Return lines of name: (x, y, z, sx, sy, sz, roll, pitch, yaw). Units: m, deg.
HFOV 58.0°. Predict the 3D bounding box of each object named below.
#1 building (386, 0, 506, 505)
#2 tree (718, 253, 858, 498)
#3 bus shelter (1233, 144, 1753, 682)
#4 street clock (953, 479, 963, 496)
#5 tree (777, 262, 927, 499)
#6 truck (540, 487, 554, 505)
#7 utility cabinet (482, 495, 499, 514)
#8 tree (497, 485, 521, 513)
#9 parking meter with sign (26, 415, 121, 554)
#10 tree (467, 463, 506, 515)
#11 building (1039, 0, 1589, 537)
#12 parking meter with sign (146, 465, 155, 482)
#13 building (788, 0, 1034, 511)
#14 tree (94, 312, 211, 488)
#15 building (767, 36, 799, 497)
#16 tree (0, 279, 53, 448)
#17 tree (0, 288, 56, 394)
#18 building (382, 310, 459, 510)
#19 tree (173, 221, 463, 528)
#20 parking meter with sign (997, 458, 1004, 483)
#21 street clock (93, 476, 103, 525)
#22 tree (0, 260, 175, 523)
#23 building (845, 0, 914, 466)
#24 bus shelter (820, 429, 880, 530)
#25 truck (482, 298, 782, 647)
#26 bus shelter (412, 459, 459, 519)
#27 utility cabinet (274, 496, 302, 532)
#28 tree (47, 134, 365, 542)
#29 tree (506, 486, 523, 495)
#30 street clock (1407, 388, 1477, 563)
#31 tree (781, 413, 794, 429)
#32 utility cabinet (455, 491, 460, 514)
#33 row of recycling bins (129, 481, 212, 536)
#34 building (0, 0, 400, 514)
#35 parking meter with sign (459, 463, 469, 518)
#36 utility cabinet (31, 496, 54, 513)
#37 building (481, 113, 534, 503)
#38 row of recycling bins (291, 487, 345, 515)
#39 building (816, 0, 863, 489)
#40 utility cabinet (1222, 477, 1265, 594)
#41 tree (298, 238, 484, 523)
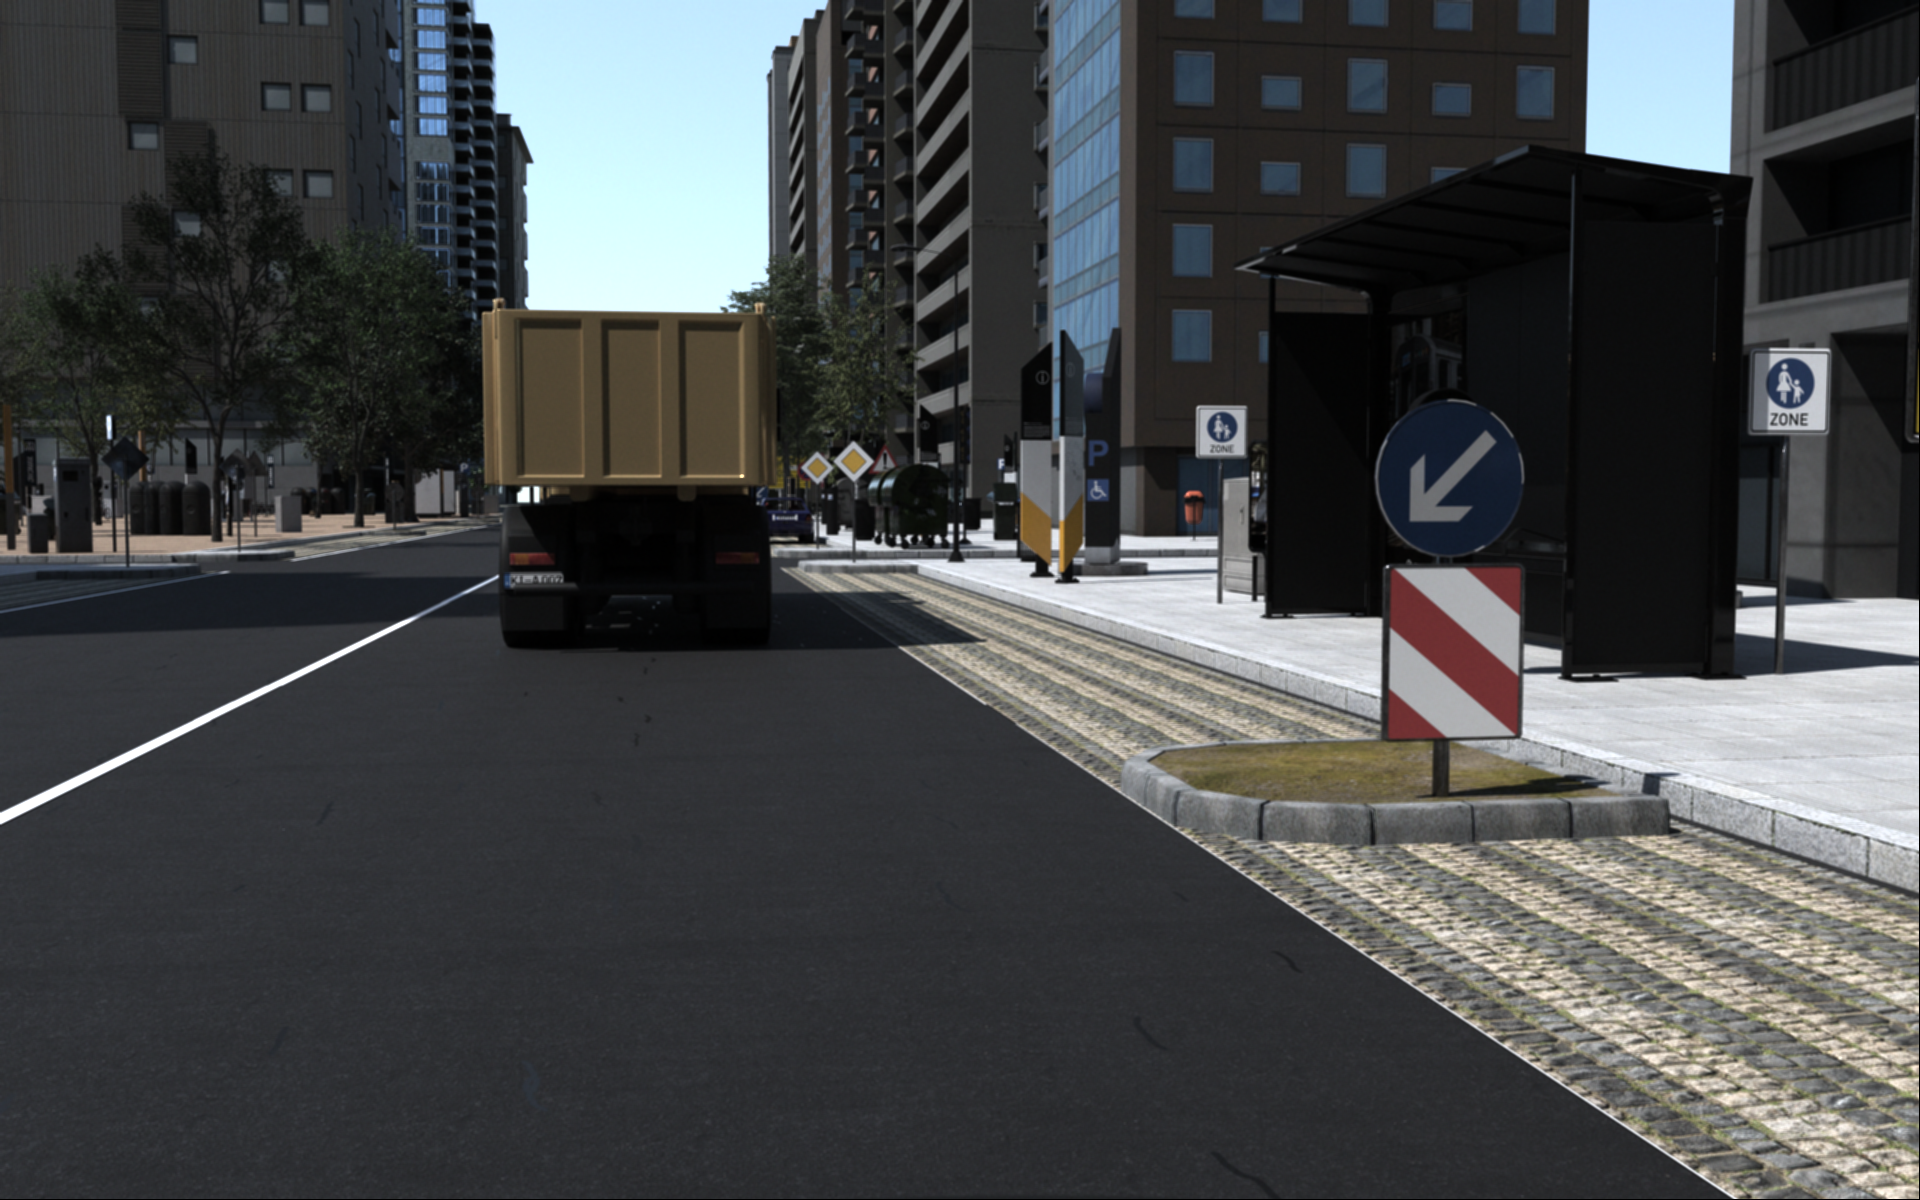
building: (-67.375, -55.024, 212.309, 22.319, 86.520, 31.000, -1, 4, -10)
tree: (-8.381, -10.007, 81.746, 7.486, 12.596, 7.792, 0, 3, 0)
bus shelter: (4.152, -1.444, 14.887, 1.731, 3.624, 6.357, -1, 4, -10)
street clock: (-0.091, -4.784, 82.793, 0.358, 2.002, 0.471, 3, 5, 42)
tree: (-3.251, -6.444, 55.714, 4.737, 8.622, 4.395, 0, 3, 0)
truck: (-21.214, -5.992, 93.894, 3.469, 3.379, 9.791, -1, 4, -10)
utility cabinet: (-30.443, -6.179, 112.183, 1.020, 1.237, 0.306, -2, 4, -33)
tree: (-31.273, -10.236, 117.728, 4.737, 8.622, 4.395, 0, 3, 0)
parking meter with sign: (-19.386, -2.540, 37.791, 1.738, 3.016, 0.543, -3, 4, -37)
tree: (-29.657, -6.907, 107.535, 1.663, 3.219, 1.824, 0, 3, 0)
building: (11.018, -24.947, 57.986, 14.200, 45.320, 14.600, -1, 4, -10)
parking meter with sign: (-47.889, -6.496, 102.467, 0.543, 3.016, 1.738, -2, 4, -26)
building: (-5.609, -33.580, 172.733, 21.300, 48.544, 21.600, -1, 4, -10)
tree: (-30.972, -7.087, 66.240, 4.737, 8.622, 4.395, 0, 3, 0)
building: (-15.003, -42.169, 231.466, 21.231, 58.520, 28.212, -1, 4, -10)
tree: (-32.415, -6.562, 57.644, 4.737, 8.622, 4.395, 0, 3, 0)
tree: (-29.413, -6.172, 51.277, 4.360, 8.622, 3.978, 0, 3, 0)
building: (-59.369, -18.637, 149.753, 27.650, 21.520, 28.899, -1, 4, -10)
tree: (-22.939, -8.575, 65.962, 9.928, 11.665, 9.643, 0, 3, 0)
parking meter with sign: (2.258, -5.455, 85.452, 0.543, 3.016, 1.738, 1, 4, 12)
street clock: (-35.445, -4.077, 71.228, 0.358, 2.002, 0.471, 0, 4, -5)
tree: (-39.260, -9.321, 78.153, 9.928, 11.665, 9.643, 0, 3, 0)
building: (2.754, -29.337, 134.291, 22.147, 44.769, 28.867, -1, 4, -10)
bus shelter: (-4.162, -4.549, 65.656, 1.731, 3.624, 6.357, -1, 4, -10)
truck: (-3.615, -1.474, 20.023, 3.469, 3.379, 9.791, -1, 4, -9)
bus shelter: (-28.373, -6.065, 93.091, 2.014, 3.302, 5.546, -1, 4, -10)
utility cabinet: (-22.609, -2.883, 58.298, 0.306, 1.237, 1.020, 1, 4, 17)
tree: (-19.923, -6.816, 45.856, 8.767, 10.594, 7.601, -1, 4, -10)
tree: (-34.364, -8.524, 133.974, 1.663, 3.219, 1.824, 0, 3, 0)
street clock: (3.324, -0.452, 11.959, 0.471, 2.002, 0.358, 0, 4, -1)
tree: (-16.671, -13.563, 132.122, 12.009, 13.543, 11.850, 0, 3, 0)
utility cabinet: (-32.171, -6.203, 110.090, 1.173, 1.500, 0.318, 2, 4, 28)
row of recycling bins: (-24.842, -2.893, 54.410, 3.534, 1.692, 1.069, 2, 4, 32)
building: (-54.615, -32.527, 121.059, 28.713, 52.752, 27.495, -1, 4, -10)
parking meter with sign: (-27.342, -6.070, 95.498, 0.543, 3.016, 1.738, -1, 4, -15)
utility cabinet: (-32.736, -3.109, 61.997, 1.020, 1.237, 0.306, 1, 4, 23)
building: (-74.745, -39.906, 241.705, 28.713, 52.752, 27.495, -1, 4, -10)
row of recycling bins: (-39.974, -6.155, 107.744, 1.069, 1.692, 3.534, 3, 4, 37)
building: (-5.232, -30.864, 154.729, 14.600, 45.320, 14.200, -1, 4, -10)
utility cabinet: (3.744, -0.841, 22.435, 0.318, 1.500, 1.173, -1, 4, -13)
tree: (-24.831, -9.852, 78.086, 9.611, 12.733, 9.660, 0, 3, 0)
